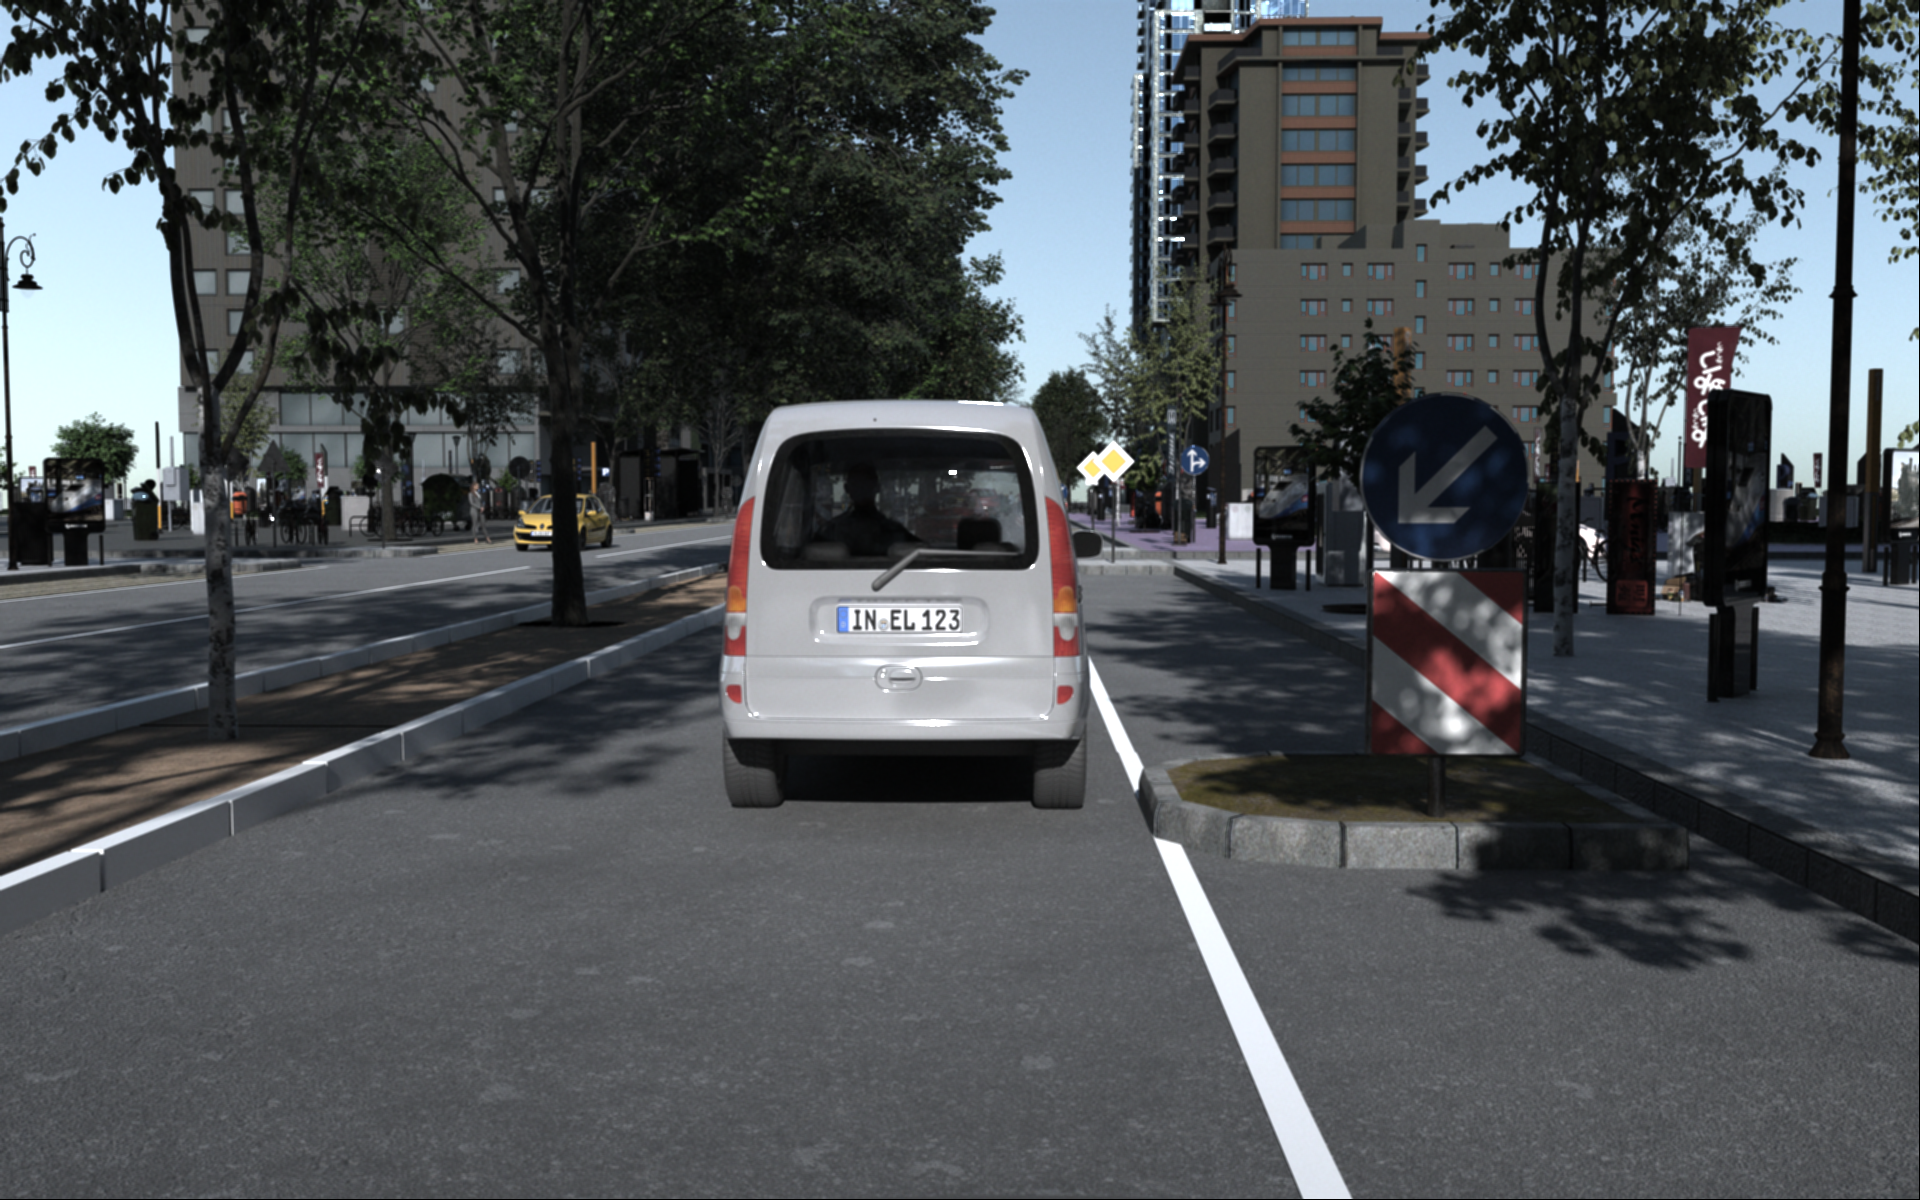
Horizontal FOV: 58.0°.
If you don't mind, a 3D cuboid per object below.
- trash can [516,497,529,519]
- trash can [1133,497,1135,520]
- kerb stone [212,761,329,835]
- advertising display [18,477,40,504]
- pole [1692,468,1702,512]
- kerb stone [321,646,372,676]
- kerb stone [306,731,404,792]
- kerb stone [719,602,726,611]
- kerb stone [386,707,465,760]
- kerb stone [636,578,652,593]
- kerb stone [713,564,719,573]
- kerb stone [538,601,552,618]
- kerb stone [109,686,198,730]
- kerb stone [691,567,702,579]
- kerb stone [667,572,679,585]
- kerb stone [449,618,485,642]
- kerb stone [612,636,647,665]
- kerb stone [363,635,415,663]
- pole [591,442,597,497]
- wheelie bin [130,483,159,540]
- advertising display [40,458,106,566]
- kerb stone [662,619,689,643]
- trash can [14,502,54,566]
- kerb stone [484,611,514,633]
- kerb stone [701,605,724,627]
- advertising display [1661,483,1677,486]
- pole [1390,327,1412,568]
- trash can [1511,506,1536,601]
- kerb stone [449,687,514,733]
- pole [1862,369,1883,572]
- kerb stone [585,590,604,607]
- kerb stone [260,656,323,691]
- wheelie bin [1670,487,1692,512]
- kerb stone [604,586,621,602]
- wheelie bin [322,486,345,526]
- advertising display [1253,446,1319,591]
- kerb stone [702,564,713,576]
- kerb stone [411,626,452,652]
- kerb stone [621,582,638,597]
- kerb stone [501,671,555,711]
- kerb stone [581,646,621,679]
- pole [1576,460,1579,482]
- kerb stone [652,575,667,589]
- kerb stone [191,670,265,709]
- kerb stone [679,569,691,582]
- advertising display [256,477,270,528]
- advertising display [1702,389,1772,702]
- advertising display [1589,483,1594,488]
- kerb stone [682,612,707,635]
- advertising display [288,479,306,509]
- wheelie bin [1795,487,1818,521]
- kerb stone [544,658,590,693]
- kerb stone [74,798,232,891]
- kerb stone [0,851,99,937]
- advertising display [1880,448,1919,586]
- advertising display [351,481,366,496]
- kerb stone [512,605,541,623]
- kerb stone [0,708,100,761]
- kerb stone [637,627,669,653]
[{"bbox_3d":[-18.281,-3.741,72.822,0.748,1.137,0.748,0,3,0],"label":"trash can"},{"bbox_3d":[8.395,-4.204,80.385,0.748,1.137,0.748,0,3,0],"label":"trash can"},{"bbox_3d":[-3.099,0.886,7.772,0.120,0.150,1.000,0,4,2],"label":"kerb stone"},{"bbox_3d":[-34.821,-3.658,65.029,0.123,1.923,0.974,3,4,36],"label":"advertising display"},{"bbox_3d":[17.990,-2.960,42.245,0.158,3.312,0.155,0,3,0],"label":"pole"},{"bbox_3d":[-5.020,0.510,13.998,0.120,0.150,1.000,0,4,2],"label":"kerb stone"},{"bbox_3d":[-3.075,0.819,8.798,0.120,0.150,1.000,0,4,2],"label":"kerb stone"},{"bbox_3d":[-2.744,0.130,20.063,0.120,0.150,1.000,0,4,2],"label":"kerb stone"},{"bbox_3d":[-3.040,0.757,9.820,0.120,0.150,1.000,0,4,2],"label":"kerb stone"},{"bbox_3d":[-4.693,-0.189,25.289,0.120,0.150,1.000,0,4,2],"label":"kerb stone"},{"bbox_3d":[-4.498,-0.564,31.424,0.120,0.150,1.000,0,4,2],"label":"kerb stone"},{"bbox_3d":[-4.841,0.125,20.158,0.120,0.150,1.000,0,4,2],"label":"kerb stone"},{"bbox_3d":[-5.115,0.690,10.917,0.120,0.150,1.000,0,4,2],"label":"kerb stone"},{"bbox_3d":[-4.561,-0.437,29.380,0.120,0.150,1.000,0,4,2],"label":"kerb stone"},{"bbox_3d":[-4.625,-0.314,27.336,0.120,0.150,1.000,0,4,2],"label":"kerb stone"},{"bbox_3d":[-4.922,0.313,17.080,0.120,0.150,1.000,0,4,2],"label":"kerb stone"},{"bbox_3d":[-2.888,0.446,14.935,0.120,0.150,1.000,0,4,2],"label":"kerb stone"},{"bbox_3d":[-4.982,0.439,15.024,0.120,0.150,1.000,0,4,2],"label":"kerb stone"},{"bbox_3d":[-14.312,-4.522,67.779,0.158,3.312,0.155,0,3,0],"label":"pole"},{"bbox_3d":[-22.662,-2.460,48.129,0.693,1.594,0.980,-3,4,-36],"label":"wheelie bin"},{"bbox_3d":[-15.825,-1.575,30.964,0.974,1.923,0.123,-3,5,-40],"label":"advertising display"},{"bbox_3d":[-2.834,0.324,16.987,0.120,0.150,1.000,0,4,2],"label":"kerb stone"},{"bbox_3d":[-16.718,-1.199,31.265,0.748,1.137,0.748,0,3,0],"label":"trash can"},{"bbox_3d":[-4.894,0.252,18.107,0.120,0.150,1.000,0,4,2],"label":"kerb stone"},{"bbox_3d":[-2.764,0.193,19.038,0.120,0.150,1.000,0,4,2],"label":"kerb stone"},{"bbox_3d":[42.362,-6.011,103.497,0.123,1.923,0.974,-3,4,-36],"label":"advertising display"},{"bbox_3d":[5.422,-1.680,21.308,0.158,3.312,0.155,0,3,0],"label":"pole"},{"bbox_3d":[6.797,-0.572,21.004,0.748,1.137,0.748,0,3,0],"label":"trash can"},{"bbox_3d":[-3.011,0.695,10.842,0.120,0.150,1.000,0,4,2],"label":"kerb stone"},{"bbox_3d":[14.918,-2.108,28.309,0.158,3.312,0.155,0,3,0],"label":"pole"},{"bbox_3d":[-4.776,-0.001,22.211,0.120,0.150,1.000,0,4,2],"label":"kerb stone"},{"bbox_3d":[-5.051,0.564,12.975,0.120,0.150,1.000,0,4,2],"label":"kerb stone"},{"bbox_3d":[31.739,-4.168,76.051,0.980,1.594,0.693,0,4,-4],"label":"wheelie bin"},{"bbox_3d":[-4.750,-0.058,23.234,0.120,0.150,1.000,0,4,2],"label":"kerb stone"},{"bbox_3d":[-25.532,-3.842,70.729,0.693,1.594,0.980,1,4,13],"label":"wheelie bin"},{"bbox_3d":[4.346,-1.103,23.245,0.123,1.923,0.974,-3,5,-40],"label":"advertising display"},{"bbox_3d":[-4.528,-0.501,30.401,0.120,0.150,1.000,0,4,2],"label":"kerb stone"},{"bbox_3d":[-4.957,0.377,16.052,0.120,0.150,1.000,0,4,2],"label":"kerb stone"},{"bbox_3d":[-4.715,-0.122,24.260,0.120,0.150,1.000,0,4,2],"label":"kerb stone"},{"bbox_3d":[-2.987,0.632,11.864,0.120,0.150,1.000,0,4,2],"label":"kerb stone"},{"bbox_3d":[-2.914,0.509,13.913,0.120,0.150,1.000,0,4,2],"label":"kerb stone"},{"bbox_3d":[37.236,-6.774,104.604,0.158,3.312,0.155,0,3,0],"label":"pole"},{"bbox_3d":[-4.653,-0.252,26.311,0.120,0.150,1.000,0,4,2],"label":"kerb stone"},{"bbox_3d":[-5.082,0.627,11.939,0.120,0.150,1.000,0,4,2],"label":"kerb stone"},{"bbox_3d":[-4.592,-0.377,28.358,0.120,0.150,1.000,0,4,2],"label":"kerb stone"},{"bbox_3d":[-26.666,-3.735,66.282,0.123,1.923,0.974,-3,5,-44],"label":"advertising display"},{"bbox_3d":[4.926,-0.353,10.981,0.123,1.923,0.974,3,5,40],"label":"advertising display"},{"bbox_3d":[37.211,-5.926,102.100,0.123,1.923,0.974,1,4,12],"label":"advertising display"},{"bbox_3d":[-2.802,0.256,18.016,0.120,0.150,1.000,0,4,2],"label":"kerb stone"},{"bbox_3d":[-29.460,-4.391,76.999,0.123,1.923,0.974,1,4,19],"label":"advertising display"},{"bbox_3d":[42.997,-4.905,88.102,0.693,1.594,0.980,-3,5,-43],"label":"wheelie bin"},{"bbox_3d":[-2.955,0.570,12.886,0.120,0.150,1.000,0,4,2],"label":"kerb stone"},{"bbox_3d":[-3.133,0.945,6.750,0.120,0.150,1.000,0,4,2],"label":"kerb stone"},{"bbox_3d":[-3.162,1.008,5.720,0.120,0.150,1.000,0,4,2],"label":"kerb stone"},{"bbox_3d":[13.333,-1.181,24.517,0.974,1.923,0.123,-3,4,-37],"label":"advertising display"},{"bbox_3d":[-29.992,-4.967,86.417,0.974,1.923,0.123,2,4,34],"label":"advertising display"},{"bbox_3d":[-4.857,0.188,19.129,0.120,0.150,1.000,0,4,2],"label":"kerb stone"},{"bbox_3d":[-5.139,0.752,9.895,0.120,0.150,1.000,0,4,2],"label":"kerb stone"},{"bbox_3d":[-2.859,0.382,15.957,0.120,0.150,1.000,0,4,2],"label":"kerb stone"}]
